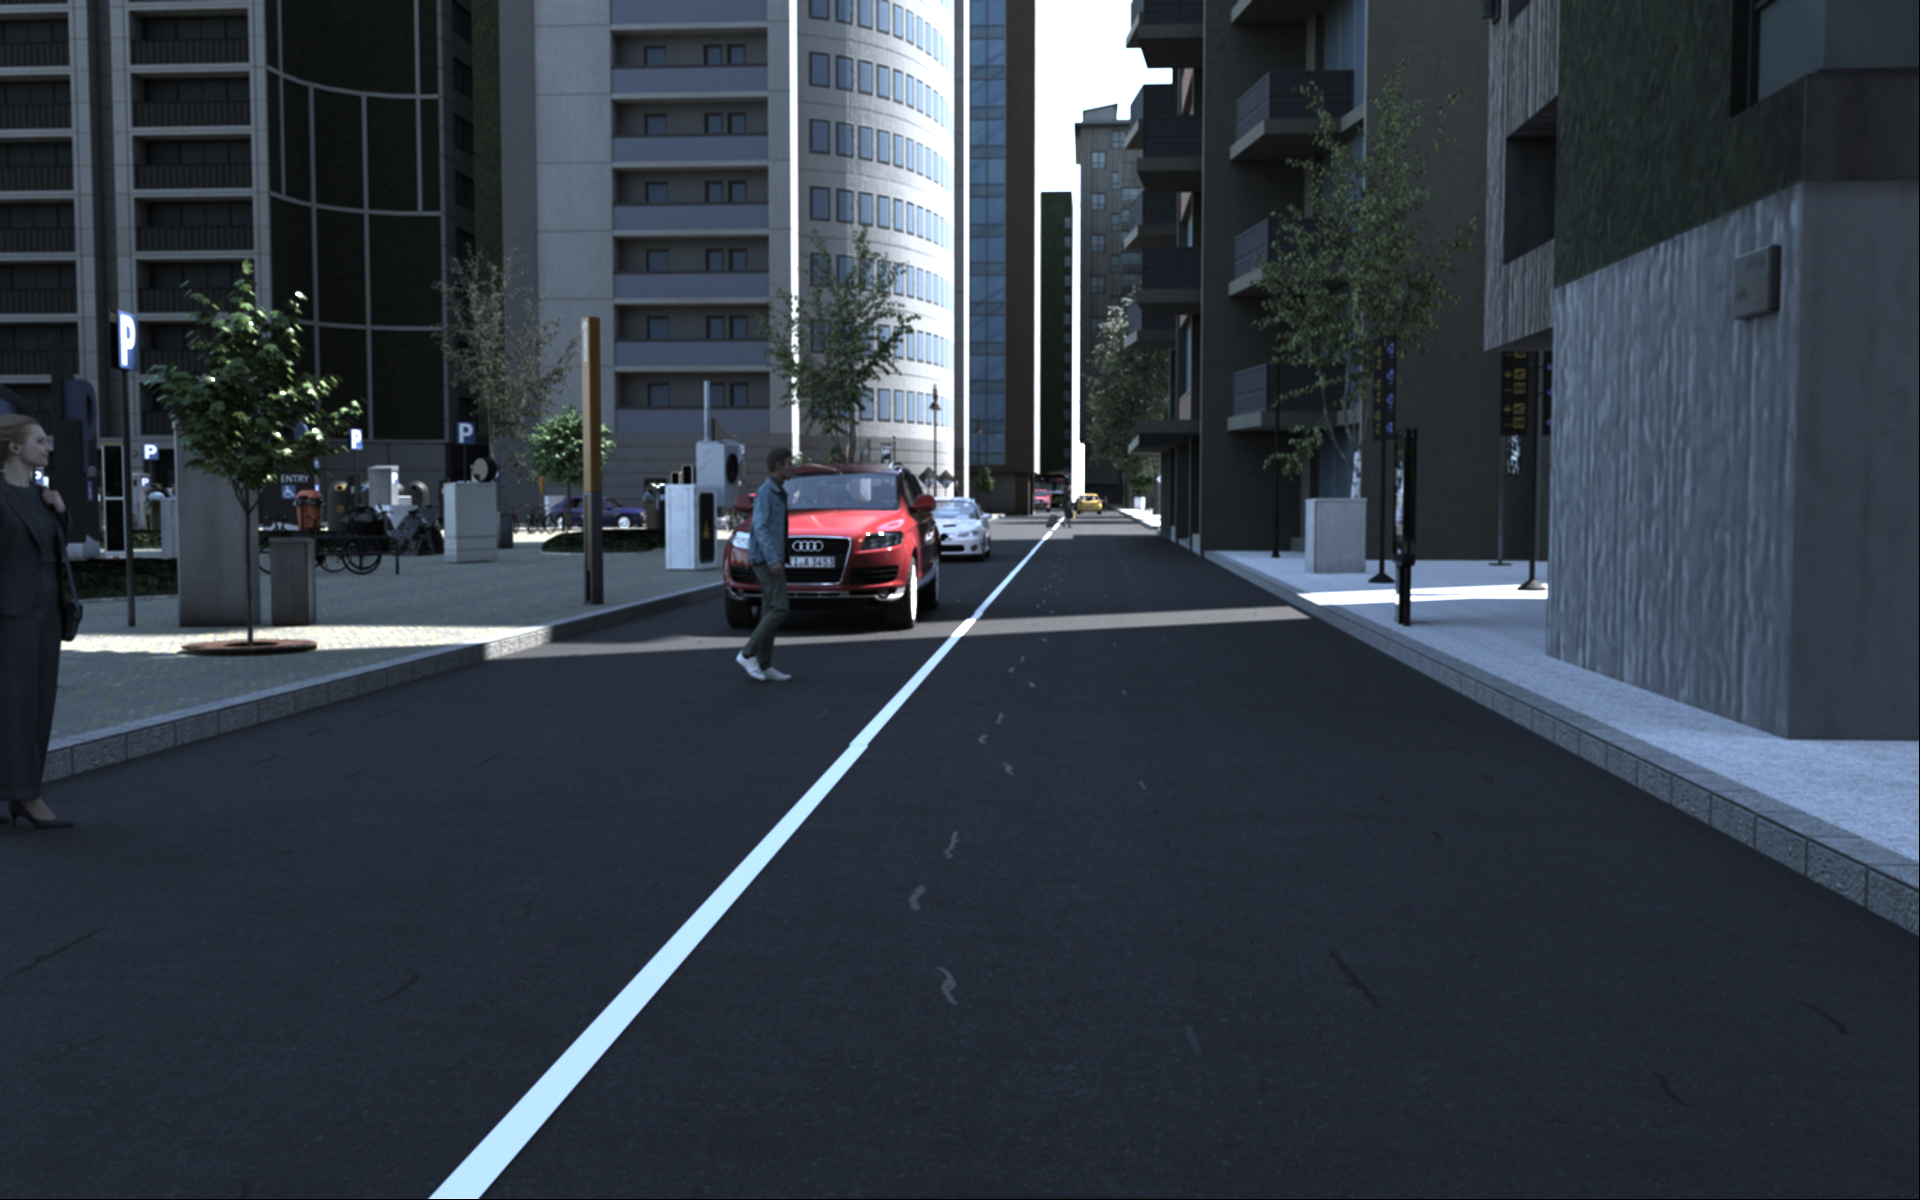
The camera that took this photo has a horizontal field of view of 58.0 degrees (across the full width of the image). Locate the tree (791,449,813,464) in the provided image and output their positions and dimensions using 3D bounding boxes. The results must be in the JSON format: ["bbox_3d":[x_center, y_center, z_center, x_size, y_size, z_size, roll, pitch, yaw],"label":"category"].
[{"bbox_3d":[-6.794,-4.823,73.456,1.663,3.219,1.824,0,3,0],"label":"tree"}]

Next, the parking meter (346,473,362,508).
[{"bbox_3d":[-16.854,-2.596,48.152,0.399,1.863,0.255,-1,4,-21],"label":"parking meter"}]

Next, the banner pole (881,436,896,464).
[{"bbox_3d":[-3.031,-5.177,74.661,0.863,3.779,0.401,1,4,22],"label":"banner pole"}]

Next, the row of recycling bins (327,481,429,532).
[{"bbox_3d":[-18.551,-2.945,55.260,3.534,1.692,1.069,1,4,13],"label":"row of recycling bins"}]

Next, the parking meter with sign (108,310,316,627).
[{"bbox_3d":[-7.212,-1.257,16.816,1.738,3.016,0.543,0,4,-8],"label":"parking meter with sign"}]

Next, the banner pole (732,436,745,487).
[{"bbox_3d":[-9.475,-5.136,73.988,0.863,3.779,0.401,3,4,36],"label":"banner pole"}]

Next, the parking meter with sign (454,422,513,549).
[{"bbox_3d":[-11.310,-2.754,41.296,1.738,3.016,0.543,3,5,40],"label":"parking meter with sign"}]

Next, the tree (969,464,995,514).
[{"bbox_3d":[1.643,-7.075,110.283,1.663,3.219,1.824,0,3,0],"label":"tree"}]

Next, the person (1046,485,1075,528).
[{"bbox_3d":[4.319,-3.988,73.917,1.509,1.804,0.699,-2,4,-31],"label":"person"}]

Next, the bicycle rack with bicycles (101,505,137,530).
[{"bbox_3d":[-28.895,-2.700,57.527,2.852,0.926,2.925,-3,4,-38],"label":"bicycle rack with bicycles"}]

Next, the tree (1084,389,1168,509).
[{"bbox_3d":[14.246,-13.498,146.439,9.928,11.665,9.643,0,3,0],"label":"tree"}]

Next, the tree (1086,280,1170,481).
[{"bbox_3d":[10.915,-10.516,88.949,9.611,12.733,9.660,0,3,0],"label":"tree"}]

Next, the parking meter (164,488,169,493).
[{"bbox_3d":[-27.271,-3.113,59.312,0.372,1.533,0.369,0,3,0],"label":"parking meter"}]

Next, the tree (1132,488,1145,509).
[{"bbox_3d":[15.721,-9.685,152.953,1.663,3.219,1.824,0,3,0],"label":"tree"}]

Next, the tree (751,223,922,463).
[{"bbox_3d":[-3.231,-5.882,46.540,4.737,8.622,4.395,0,3,0],"label":"tree"}]

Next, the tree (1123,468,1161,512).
[{"bbox_3d":[15.041,-9.482,138.740,4.285,4.588,4.351,0,3,0],"label":"tree"}]

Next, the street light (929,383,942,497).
[{"bbox_3d":[-1.029,-6.066,71.971,0.468,5.910,1.993,0,4,4],"label":"street light"}]

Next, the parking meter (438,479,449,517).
[{"bbox_3d":[-19.278,-3.609,64.717,0.399,1.863,0.255,-1,4,-11],"label":"parking meter"}]

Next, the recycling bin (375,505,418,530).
[{"bbox_3d":[-12.836,-1.648,39.497,0.722,1.027,0.722,3,5,44],"label":"recycling bin"}]

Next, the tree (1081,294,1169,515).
[{"bbox_3d":[12.476,-12.331,108.270,9.857,13.997,8.962,0,3,0],"label":"tree"}]

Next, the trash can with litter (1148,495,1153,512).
[{"bbox_3d":[14.696,-7.125,127.544,2.233,1.210,1.678,1,4,14],"label":"trash can with litter"}]

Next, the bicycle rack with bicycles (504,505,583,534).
[{"bbox_3d":[-13.600,-2.657,56.830,2.852,0.926,2.925,-2,4,-28],"label":"bicycle rack with bicycles"}]

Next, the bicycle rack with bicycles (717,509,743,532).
[{"bbox_3d":[-7.159,-2.792,59.034,2.852,0.926,2.925,-2,4,-35],"label":"bicycle rack with bicycles"}]

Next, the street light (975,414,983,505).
[{"bbox_3d":[1.074,-7.751,99.510,0.468,5.910,1.993,0,4,4],"label":"street light"}]

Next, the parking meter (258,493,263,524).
[{"bbox_3d":[-29.858,-4.174,73.957,0.255,1.863,0.399,3,5,44],"label":"parking meter"}]

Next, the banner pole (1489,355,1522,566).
[{"bbox_3d":[9.921,-2.523,31.270,0.863,3.779,0.401,-3,5,-40],"label":"banner pole"}]

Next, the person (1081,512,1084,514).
[{"bbox_3d":[9.001,-6.984,127.364,0.332,1.250,0.352,1,4,19],"label":"person"}]

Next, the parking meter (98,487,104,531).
[{"bbox_3d":[-21.742,-2.147,43.521,0.372,1.533,0.369,0,3,0],"label":"parking meter"}]

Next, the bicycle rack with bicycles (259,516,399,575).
[{"bbox_3d":[-10.430,-0.884,27.831,2.925,0.926,2.852,-3,4,-36],"label":"bicycle rack with bicycles"}]

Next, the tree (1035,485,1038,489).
[{"bbox_3d":[8.227,-12.955,206.419,1.663,3.219,1.824,0,3,0],"label":"tree"}]

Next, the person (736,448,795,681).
[{"bbox_3d":[-1.478,-0.269,13.237,0.444,1.785,0.601,1,4,9],"label":"person"}]

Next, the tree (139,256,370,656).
[{"bbox_3d":[-5.701,-1.197,14.178,1.663,3.219,1.824,0,3,0],"label":"tree"}]

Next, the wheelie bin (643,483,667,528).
[{"bbox_3d":[-8.744,-2.583,50.137,0.693,1.594,0.980,3,5,41],"label":"wheelie bin"}]

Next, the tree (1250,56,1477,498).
[{"bbox_3d":[6.904,-4.878,30.110,4.737,8.622,4.395,0,3,0],"label":"tree"}]

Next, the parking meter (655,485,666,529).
[{"bbox_3d":[-8.192,-2.396,47.584,0.372,1.533,0.369,0,3,0],"label":"parking meter"}]

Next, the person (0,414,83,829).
[{"bbox_3d":[-4.079,0.093,7.406,0.534,1.772,0.576,-1,4,-12],"label":"person"}]

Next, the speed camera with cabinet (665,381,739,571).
[{"bbox_3d":[-4.395,-2.159,29.641,0.660,3.252,2.038,1,4,13],"label":"speed camera with cabinet"}]

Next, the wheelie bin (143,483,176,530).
[{"bbox_3d":[-23.909,-2.672,51.596,0.980,1.594,0.693,3,5,43],"label":"wheelie bin"}]

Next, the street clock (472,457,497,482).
[{"bbox_3d":[-9.422,-1.822,34.359,0.471,2.002,0.358,2,4,34],"label":"street clock"}]

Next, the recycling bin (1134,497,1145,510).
[{"bbox_3d":[14.879,-8.002,143.387,0.722,1.027,0.722,2,4,33],"label":"recycling bin"}]

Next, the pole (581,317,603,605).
[{"bbox_3d":[-4.267,-1.605,20.092,0.158,3.312,0.155,0,3,0],"label":"pole"}]

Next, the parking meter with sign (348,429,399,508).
[{"bbox_3d":[-15.396,-3.058,46.253,1.738,3.016,0.543,1,4,14],"label":"parking meter with sign"}]

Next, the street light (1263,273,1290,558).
[{"bbox_3d":[6.393,-3.799,34.899,0.468,5.910,1.993,0,4,4],"label":"street light"}]

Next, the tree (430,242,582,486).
[{"bbox_3d":[-13.602,-6.179,51.389,4.360,8.622,3.978,0,3,0],"label":"tree"}]

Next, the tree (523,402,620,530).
[{"bbox_3d":[-13.856,-4.774,61.761,4.285,4.588,4.351,0,3,0],"label":"tree"}]

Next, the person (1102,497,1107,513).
[{"bbox_3d":[10.868,-7.145,129.996,0.362,1.253,0.373,0,4,5],"label":"person"}]

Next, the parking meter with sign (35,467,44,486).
[{"bbox_3d":[-52.727,-6.328,99.724,0.543,3.016,1.738,1,4,20],"label":"parking meter with sign"}]
